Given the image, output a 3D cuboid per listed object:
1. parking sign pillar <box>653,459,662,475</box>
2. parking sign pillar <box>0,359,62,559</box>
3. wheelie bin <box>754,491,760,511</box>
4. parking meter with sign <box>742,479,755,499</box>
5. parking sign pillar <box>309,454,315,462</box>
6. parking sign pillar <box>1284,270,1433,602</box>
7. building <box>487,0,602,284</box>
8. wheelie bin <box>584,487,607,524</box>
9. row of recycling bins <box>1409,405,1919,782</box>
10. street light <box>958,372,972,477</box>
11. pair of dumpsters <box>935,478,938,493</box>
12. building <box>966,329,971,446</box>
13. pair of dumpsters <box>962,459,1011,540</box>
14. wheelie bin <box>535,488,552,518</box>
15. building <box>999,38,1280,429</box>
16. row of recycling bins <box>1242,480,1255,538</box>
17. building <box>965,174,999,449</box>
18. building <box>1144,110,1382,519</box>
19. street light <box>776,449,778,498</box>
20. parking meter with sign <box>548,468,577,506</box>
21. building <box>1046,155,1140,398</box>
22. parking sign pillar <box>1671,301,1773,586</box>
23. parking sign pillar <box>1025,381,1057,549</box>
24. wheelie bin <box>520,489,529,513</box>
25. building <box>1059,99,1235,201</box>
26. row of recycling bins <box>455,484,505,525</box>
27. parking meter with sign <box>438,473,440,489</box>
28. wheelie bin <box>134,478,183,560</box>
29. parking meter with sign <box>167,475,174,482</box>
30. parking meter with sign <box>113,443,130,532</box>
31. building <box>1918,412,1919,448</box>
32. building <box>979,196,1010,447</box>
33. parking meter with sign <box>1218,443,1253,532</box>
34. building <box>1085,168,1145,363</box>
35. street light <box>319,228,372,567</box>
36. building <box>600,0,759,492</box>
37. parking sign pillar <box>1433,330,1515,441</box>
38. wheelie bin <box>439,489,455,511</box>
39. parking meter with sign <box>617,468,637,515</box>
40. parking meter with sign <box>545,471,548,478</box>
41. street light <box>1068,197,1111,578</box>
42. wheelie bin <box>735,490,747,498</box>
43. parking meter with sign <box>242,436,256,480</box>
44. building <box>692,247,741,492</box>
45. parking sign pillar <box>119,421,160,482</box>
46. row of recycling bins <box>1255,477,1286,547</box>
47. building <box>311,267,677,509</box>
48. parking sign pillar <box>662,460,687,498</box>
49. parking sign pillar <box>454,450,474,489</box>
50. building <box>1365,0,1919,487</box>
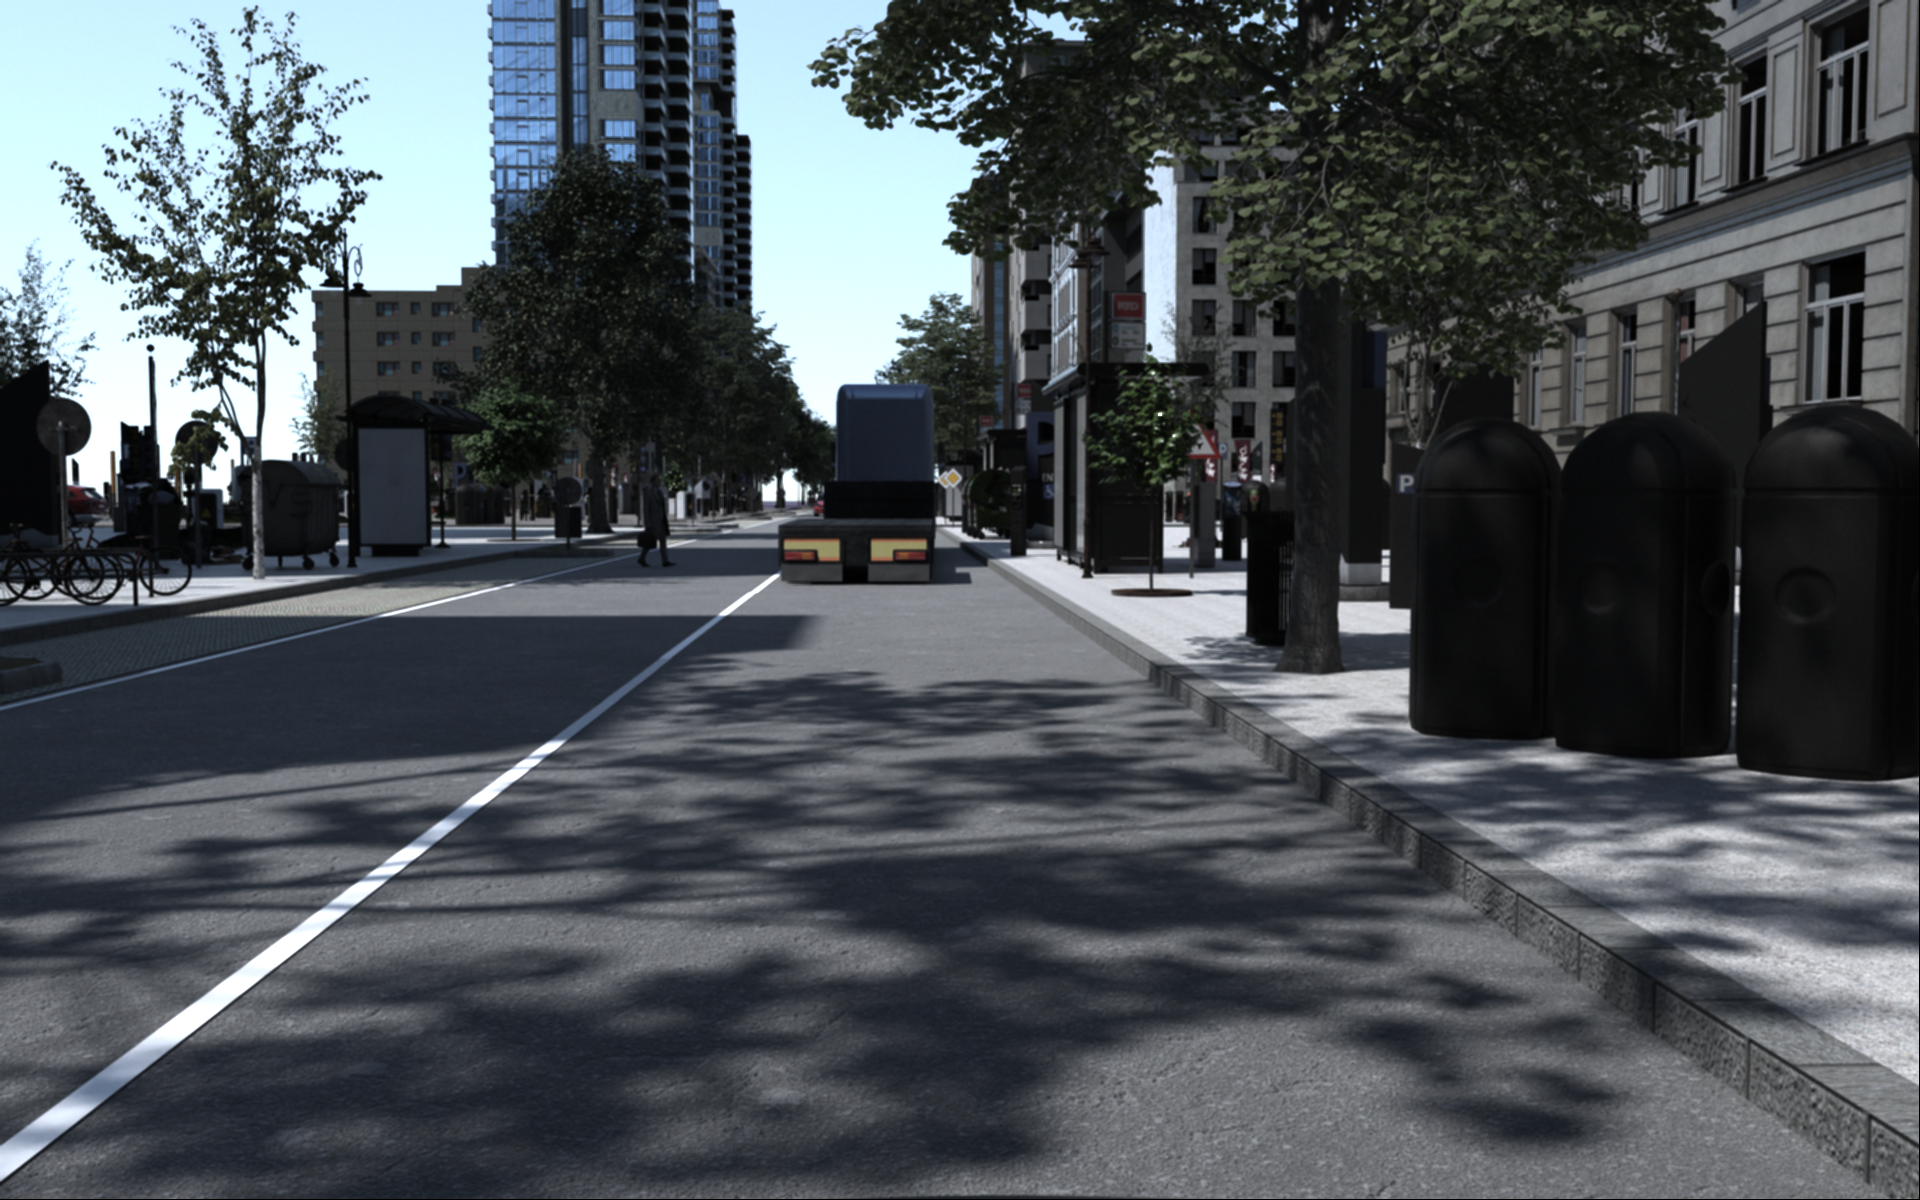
[{"bbox_3d":[-23.082,-8.831,132.865,1.447,3.967,1.447,1,4,11],"label":"parking sign pillar"},{"bbox_3d":[-18.891,-2.830,34.742,1.447,3.967,1.447,-1,4,-13],"label":"parking sign pillar"},{"bbox_3d":[-15.504,-7.609,132.319,0.693,1.594,0.980,0,4,5],"label":"wheelie bin"},{"bbox_3d":[-18.204,-9.262,147.691,1.738,3.016,0.543,-2,4,-30],"label":"parking meter with sign"},{"bbox_3d":[-43.091,-7.788,115.809,1.447,3.967,1.447,0,4,-6],"label":"parking sign pillar"},{"bbox_3d":[4.800,-2.002,21.208,1.447,3.967,1.447,0,4,-3],"label":"parking sign pillar"},{"bbox_3d":[-39.818,-53.659,190.003,22.319,86.520,31.000,0,4,-3],"label":"building"},{"bbox_3d":[-15.792,-4.115,75.192,0.980,1.594,0.693,-2,4,-24],"label":"wheelie bin"},{"bbox_3d":[3.825,-0.081,8.436,3.534,1.692,1.069,3,5,43],"label":"row of recycling bins"},{"bbox_3d":[0.189,-5.669,65.474,0.468,5.910,1.993,0,4,-3],"label":"street light"},{"bbox_3d":[-1.312,-6.298,105.471,1.574,2.255,4.437,0,4,-3],"label":"pair of dumpsters"},{"bbox_3d":[7.957,-32.407,301.561,14.160,30.474,14.107,0,4,-3],"label":"building"},{"bbox_3d":[0.922,-2.930,50.401,1.574,2.255,4.437,0,4,-2],"label":"pair of dumpsters"},{"bbox_3d":[-22.188,-5.175,92.516,0.693,1.594,0.980,2,4,32],"label":"wheelie bin"},{"bbox_3d":[20.025,-37.364,200.143,28.713,52.752,27.495,0,4,-3],"label":"building"},{"bbox_3d":[9.874,-2.699,51.249,3.534,1.692,1.069,-1,4,-23],"label":"row of recycling bins"},{"bbox_3d":[15.805,-42.260,280.181,28.713,52.752,27.495,0,4,-3],"label":"building"},{"bbox_3d":[18.702,-14.391,90.042,16.860,20.320,10.420,0,4,-3],"label":"building"},{"bbox_3d":[-15.827,-10.848,150.154,0.468,5.910,1.993,0,4,-3],"label":"street light"},{"bbox_3d":[-26.952,-7.441,117.928,1.738,3.016,0.543,0,4,-6],"label":"parking meter with sign"},{"bbox_3d":[14.505,-21.631,139.576,13.634,28.700,20.117,0,4,-3],"label":"building"},{"bbox_3d":[10.914,-2.225,24.851,1.447,3.967,1.447,-3,5,-40],"label":"parking sign pillar"},{"bbox_3d":[2.196,-3.205,40.878,1.447,3.967,1.447,2,4,32],"label":"parking sign pillar"},{"bbox_3d":[-28.279,-6.422,112.905,0.693,1.594,0.980,0,4,4],"label":"wheelie bin"},{"bbox_3d":[22.776,-29.538,174.833,32.217,40.220,23.993,0,4,-3],"label":"building"},{"bbox_3d":[-20.460,-4.073,73.700,1.069,1.692,3.534,1,4,11],"label":"row of recycling bins"},{"bbox_3d":[-42.710,-8.891,141.630,0.543,3.016,1.738,-1,4,-10],"label":"parking meter with sign"},{"bbox_3d":[-15.667,-1.589,33.884,0.980,1.594,0.693,2,4,33],"label":"wheelie bin"},{"bbox_3d":[-65.490,-9.013,143.624,0.543,3.016,1.738,-2,4,-27],"label":"parking meter with sign"},{"bbox_3d":[-28.409,-3.833,58.938,0.543,3.016,1.738,-1,4,-12],"label":"parking meter with sign"},{"bbox_3d":[37.705,-16.713,91.279,19.932,24.808,12.078,0,4,-3],"label":"building"},{"bbox_3d":[10.078,-37.261,259.328,14.600,45.320,14.200,0,4,-3],"label":"building"},{"bbox_3d":[9.485,-3.803,58.437,0.543,3.016,1.738,-3,5,-44],"label":"parking meter with sign"},{"bbox_3d":[16.982,-18.078,114.645,14.314,24.678,30.058,0,4,-3],"label":"building"},{"bbox_3d":[-10.671,-3.513,30.222,0.468,5.910,1.993,0,4,-3],"label":"street light"},{"bbox_3d":[-43.766,-59.211,280.768,22.319,86.520,31.000,0,4,-3],"label":"building"},{"bbox_3d":[8.260,-2.422,28.067,1.447,3.967,1.447,-1,4,-9],"label":"parking sign pillar"},{"bbox_3d":[-29.007,-5.568,98.943,0.980,1.594,0.693,-2,4,-34],"label":"wheelie bin"},{"bbox_3d":[-21.035,-6.880,108.757,0.543,3.016,1.738,3,4,37],"label":"parking meter with sign"},{"bbox_3d":[-30.837,-8.308,132.101,1.738,3.016,0.543,3,4,37],"label":"parking meter with sign"},{"bbox_3d":[1.948,-3.273,26.294,0.468,5.910,1.993,0,4,-3],"label":"street light"},{"bbox_3d":[-17.953,-8.200,141.982,0.980,1.594,0.693,0,4,-8],"label":"wheelie bin"},{"bbox_3d":[-21.623,-3.487,53.276,0.543,3.016,1.738,-1,4,-13],"label":"parking meter with sign"},{"bbox_3d":[-48.674,-34.349,253.484,32.217,40.220,23.993,0,4,-3],"label":"building"},{"bbox_3d":[-30.214,-4.609,63.832,1.447,3.967,1.447,-1,4,-10],"label":"parking sign pillar"},{"bbox_3d":[8.759,-2.085,41.195,1.069,1.692,3.534,-3,4,-37],"label":"row of recycling bins"},{"bbox_3d":[-41.674,-19.379,161.882,27.650,21.520,28.899,0,4,-3],"label":"building"},{"bbox_3d":[-19.909,-8.176,122.151,1.447,3.967,1.447,1,4,11],"label":"parking sign pillar"},{"bbox_3d":[-30.293,-7.176,105.802,1.447,3.967,1.447,2,4,33],"label":"parking sign pillar"},{"bbox_3d":[21.020,-12.666,40.367,16.112,22.955,30.059,0,4,-3],"label":"building"}]
